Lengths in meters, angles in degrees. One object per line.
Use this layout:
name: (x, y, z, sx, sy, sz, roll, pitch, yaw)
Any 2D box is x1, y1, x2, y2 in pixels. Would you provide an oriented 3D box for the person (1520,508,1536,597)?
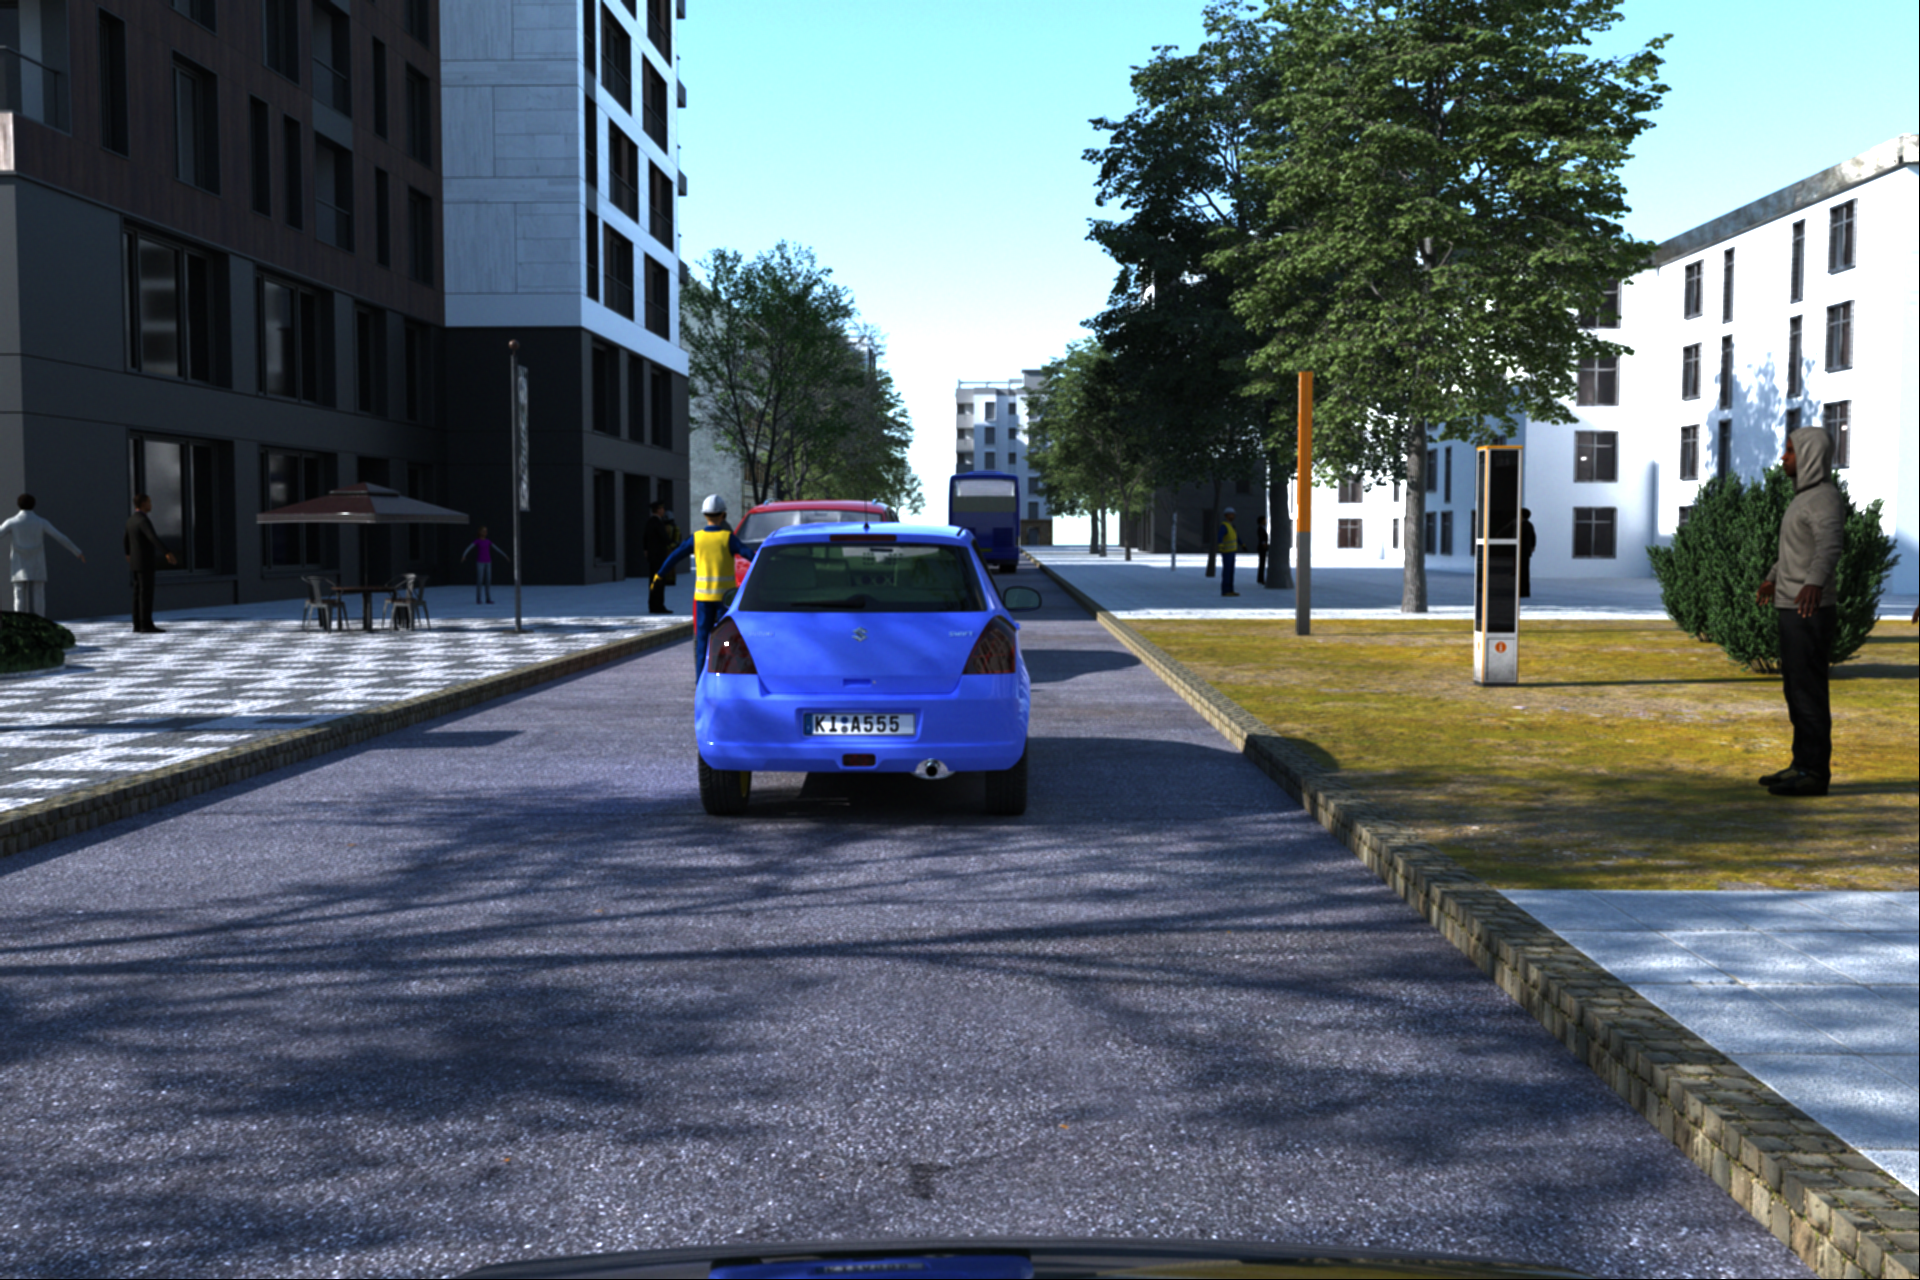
person: (11.410, -1.772, 35.157, 0.705, 1.806, 1.347, 3, 5, 42)

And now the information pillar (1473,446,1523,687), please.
information pillar: (4.524, -0.617, 14.575, 0.304, 2.012, 0.304, 0, 4, 2)

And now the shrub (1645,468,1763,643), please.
shrub: (9.104, -1.012, 20.585, 1.661, 2.075, 1.752, 0, 3, 0)

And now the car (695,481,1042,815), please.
car: (-0.478, -0.034, 10.142, 1.945, 1.707, 3.694, 0, 3, 0)

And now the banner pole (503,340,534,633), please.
banner pole: (-5.745, -1.997, 22.666, 0.401, 3.779, 0.863, 0, 4, 1)

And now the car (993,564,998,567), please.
car: (0.862, -4.137, 77.862, 2.015, 1.641, 3.980, 0, 4, 1)

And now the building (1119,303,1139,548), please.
building: (29.427, -19.907, 169.453, 27.936, 21.610, 32.646, 0, 4, 2)

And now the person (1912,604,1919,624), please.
person: (4.706, -0.062, 7.163, 1.345, 1.843, 0.704, 1, 4, 15)

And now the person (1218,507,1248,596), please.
person: (5.583, -1.823, 35.783, 0.705, 1.833, 1.349, 2, 4, 32)

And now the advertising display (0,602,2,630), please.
advertising display: (-6.596, -0.371, 11.286, 0.123, 1.923, 0.974, 0, 4, 2)

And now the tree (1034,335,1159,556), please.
tree: (7.948, -11.095, 99.525, 7.486, 12.596, 7.792, 0, 3, 0)

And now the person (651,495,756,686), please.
person: (-2.131, -0.385, 15.220, 1.216, 1.772, 0.721, 0, 4, 6)

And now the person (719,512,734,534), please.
person: (-5.140, -1.898, 37.308, 0.705, 1.796, 1.348, 2, 4, 27)

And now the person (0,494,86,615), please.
person: (-12.213, -1.010, 22.702, 1.347, 1.806, 0.705, -2, 4, -28)

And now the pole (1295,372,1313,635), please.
pole: (4.349, -1.715, 21.878, 0.158, 3.312, 0.155, 0, 3, 0)

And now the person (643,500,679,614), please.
person: (-4.861, -1.349, 27.988, 0.705, 1.837, 1.347, -2, 4, -33)

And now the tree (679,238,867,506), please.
tree: (-7.182, -8.332, 61.990, 9.928, 11.665, 9.643, 0, 3, 0)

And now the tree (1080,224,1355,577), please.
tree: (7.620, -7.150, 51.322, 8.767, 10.594, 7.601, -1, 4, -21)

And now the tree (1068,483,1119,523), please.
tree: (16.583, -17.900, 203.042, 12.009, 13.543, 11.850, 0, 3, 0)

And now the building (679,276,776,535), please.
building: (-24.250, -18.282, 129.836, 19.493, 23.208, 18.063, 0, 4, 1)

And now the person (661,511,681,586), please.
person: (-7.264, -2.283, 43.101, 0.705, 1.858, 1.354, 1, 4, 22)

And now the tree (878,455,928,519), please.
tree: (-7.179, -16.423, 202.930, 7.601, 10.594, 8.767, 0, 4, 3)

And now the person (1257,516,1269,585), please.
person: (7.741, -2.274, 43.895, 0.721, 1.740, 1.216, 1, 4, 13)

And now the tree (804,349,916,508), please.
tree: (-6.438, -11.536, 106.740, 7.486, 12.596, 7.792, 0, 3, 0)

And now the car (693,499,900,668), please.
car: (-1.493, -0.600, 18.490, 2.281, 1.827, 5.304, 0, 4, 2)

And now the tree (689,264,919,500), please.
tree: (-7.533, -10.333, 79.319, 12.009, 13.543, 11.850, 0, 3, 0)

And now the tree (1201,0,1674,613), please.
tree: (7.716, -6.701, 27.692, 7.486, 12.596, 7.792, 0, 3, 0)

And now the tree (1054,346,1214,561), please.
tree: (8.258, -9.132, 83.713, 8.767, 10.594, 7.601, 1, 4, 18)

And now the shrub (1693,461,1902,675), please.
shrub: (7.641, -0.722, 15.851, 1.661, 2.075, 1.752, 0, 3, 0)

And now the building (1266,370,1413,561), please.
building: (21.707, -8.777, 85.646, 9.099, 9.664, 28.070, 0, 4, 1)

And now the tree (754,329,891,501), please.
tree: (-7.554, -10.737, 93.675, 7.486, 12.596, 7.792, 0, 3, 0)

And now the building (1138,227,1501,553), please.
building: (27.388, -17.599, 131.713, 27.936, 21.610, 32.646, 0, 4, 2)

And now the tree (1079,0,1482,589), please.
tree: (7.421, -8.179, 40.389, 9.857, 13.997, 8.962, 0, 3, 0)

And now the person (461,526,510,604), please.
person: (-8.702, -1.375, 31.743, 0.599, 1.433, 0.991, 3, 5, 44)

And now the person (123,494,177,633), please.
person: (-10.569, -0.994, 22.474, 1.346, 1.802, 0.704, 3, 5, 42)

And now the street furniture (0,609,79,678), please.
street furniture: (-12.168, 0.038, 15.013, 5.734, 0.657, 10.072, 2, 4, 34)

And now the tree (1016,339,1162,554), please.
tree: (8.527, -12.475, 110.622, 9.857, 13.997, 8.962, 0, 3, 0)

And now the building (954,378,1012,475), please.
building: (-0.422, -21.075, 203.453, 11.380, 20.090, 16.016, 0, 4, 6)

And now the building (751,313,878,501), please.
building: (-23.454, -20.351, 176.709, 27.936, 21.610, 32.646, 0, 4, 1)

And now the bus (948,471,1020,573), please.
bus: (0.966, -4.607, 66.875, 2.896, 3.916, 12.251, 0, 4, 1)

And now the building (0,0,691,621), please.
building: (-23.328, -12.037, 40.774, 27.936, 21.610, 32.646, 0, 4, 2)

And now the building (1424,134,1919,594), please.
building: (20.967, -6.627, 50.501, 9.099, 9.664, 28.070, 0, 4, 2)

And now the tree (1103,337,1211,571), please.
tree: (7.559, -6.707, 60.019, 4.360, 8.622, 3.978, 0, 3, 0)

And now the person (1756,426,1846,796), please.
person: (4.176, -0.151, 8.605, 0.705, 1.813, 1.348, 1, 4, 17)
